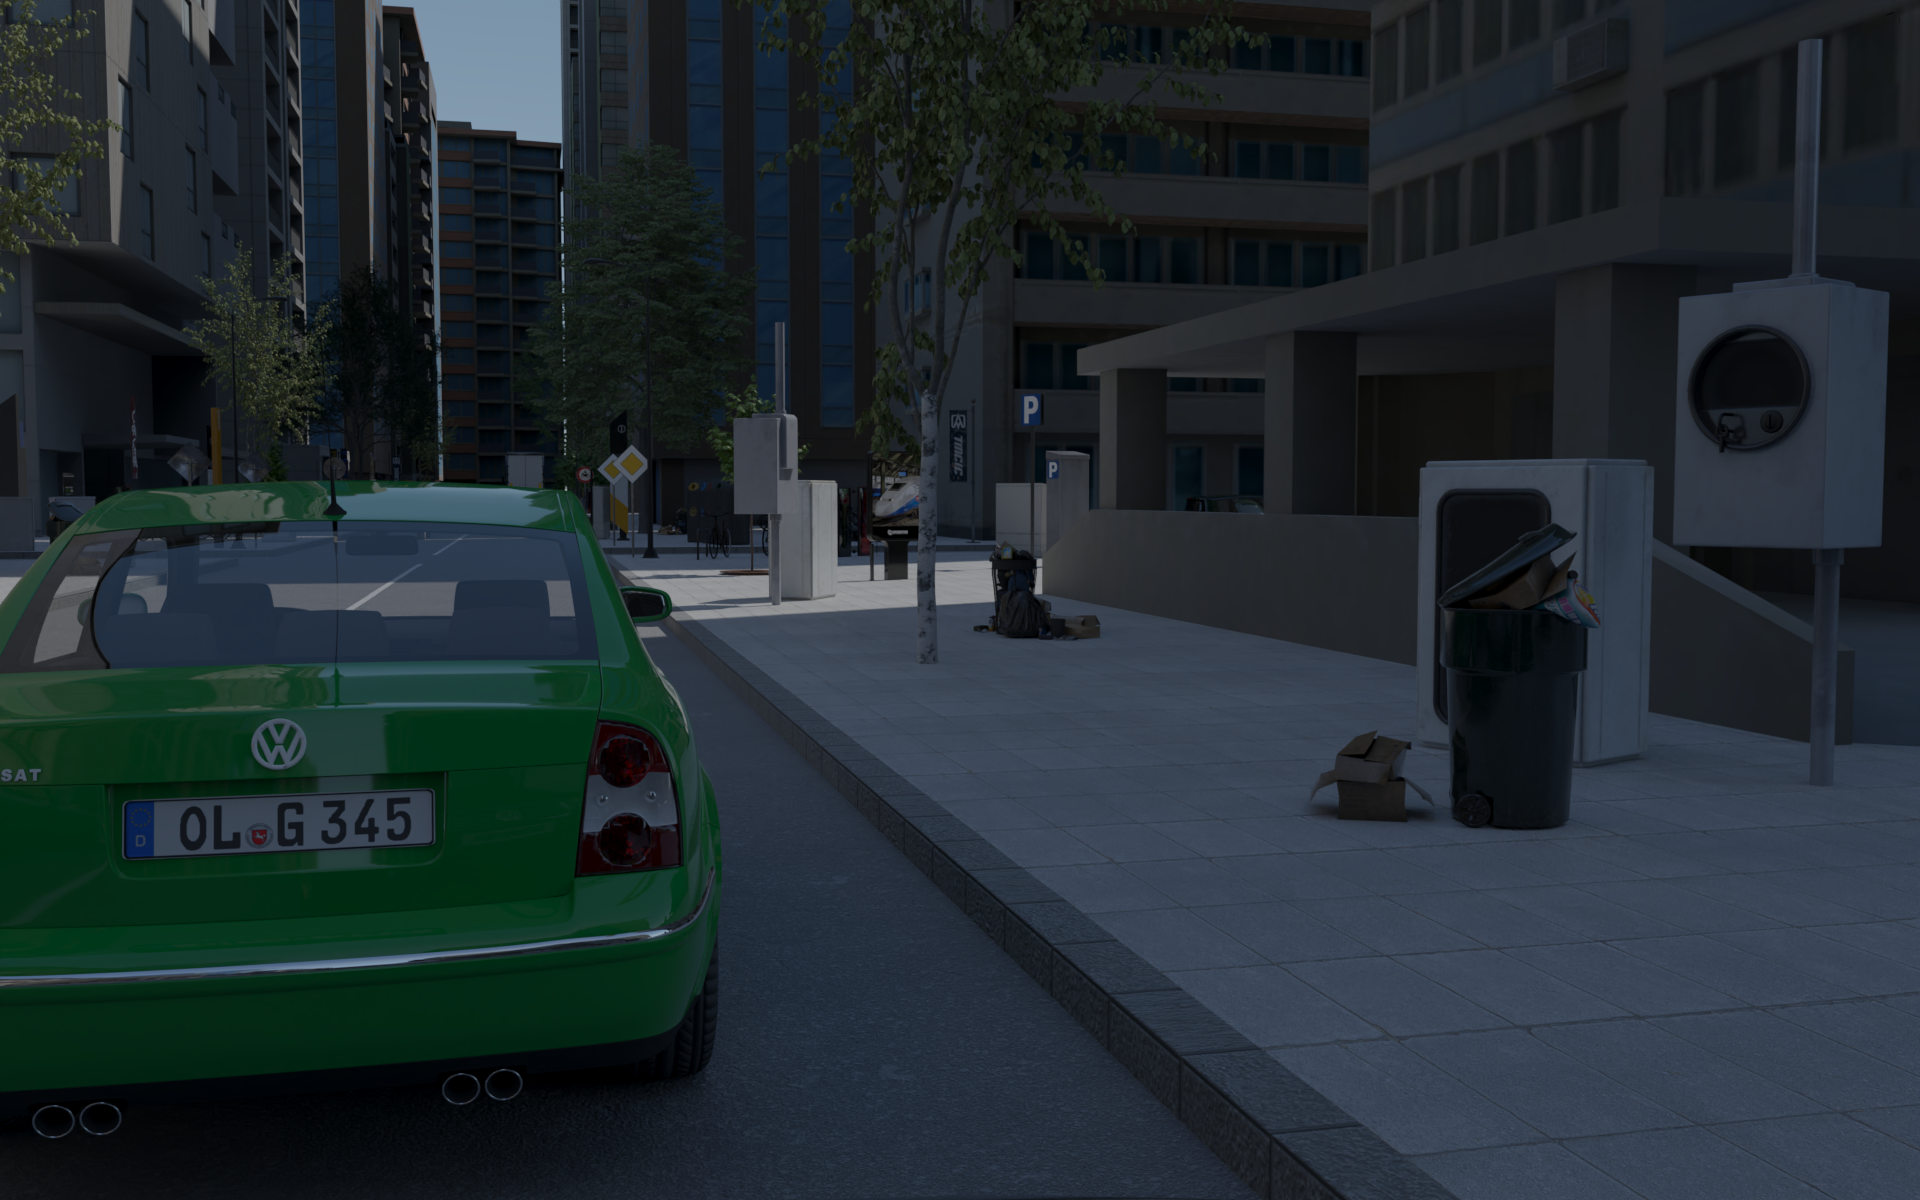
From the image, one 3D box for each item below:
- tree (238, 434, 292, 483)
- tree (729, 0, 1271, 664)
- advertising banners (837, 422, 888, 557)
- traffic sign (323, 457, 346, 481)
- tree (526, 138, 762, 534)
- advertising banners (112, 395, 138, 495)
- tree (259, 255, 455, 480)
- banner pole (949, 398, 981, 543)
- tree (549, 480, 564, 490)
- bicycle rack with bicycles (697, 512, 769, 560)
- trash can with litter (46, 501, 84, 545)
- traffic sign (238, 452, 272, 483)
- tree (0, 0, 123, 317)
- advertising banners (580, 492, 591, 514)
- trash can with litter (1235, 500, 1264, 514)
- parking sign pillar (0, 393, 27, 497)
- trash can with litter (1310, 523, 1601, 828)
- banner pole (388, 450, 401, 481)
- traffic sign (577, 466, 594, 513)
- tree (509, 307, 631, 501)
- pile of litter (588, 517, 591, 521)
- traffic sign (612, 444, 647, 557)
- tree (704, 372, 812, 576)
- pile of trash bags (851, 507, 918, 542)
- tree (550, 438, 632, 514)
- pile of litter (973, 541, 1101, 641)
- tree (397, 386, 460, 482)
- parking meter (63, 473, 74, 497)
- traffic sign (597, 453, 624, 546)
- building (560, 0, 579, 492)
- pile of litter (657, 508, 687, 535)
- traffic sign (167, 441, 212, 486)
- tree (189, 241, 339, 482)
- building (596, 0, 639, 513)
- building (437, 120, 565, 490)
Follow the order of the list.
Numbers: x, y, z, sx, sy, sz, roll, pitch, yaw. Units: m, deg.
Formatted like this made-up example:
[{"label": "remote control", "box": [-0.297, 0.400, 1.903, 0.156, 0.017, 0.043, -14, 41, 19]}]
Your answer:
[{"label": "tree", "box": [-21.870, -3.709, 55.241, 1.663, 3.219, 1.824, 0, 3, 0]}, {"label": "tree", "box": [-0.061, -3.834, 13.048, 4.737, 8.622, 4.395, 0, 3, 0]}, {"label": "advertising banners", "box": [-1.998, -2.426, 35.851, 0.090, 3.025, 2.074, 2, 4, 30]}, {"label": "traffic sign", "box": [-21.613, -3.656, 59.876, 0.768, 2.556, 0.104, 0, 4, -6]}, {"label": "tree", "box": [-9.842, -8.420, 55.788, 7.486, 12.596, 7.792, 0, 3, 0]}, {"label": "advertising banners", "box": [-14.443, -2.069, 30.014, 0.090, 3.025, 2.074, -1, 4, -15]}, {"label": "tree", "box": [-23.544, -8.122, 67.201, 7.601, 10.594, 8.767, 0, 4, 2]}, {"label": "banner pole", "box": [0.118, -3.385, 45.365, 0.863, 3.779, 0.401, 0, 4, -3]}, {"label": "tree", "box": [-42.759, -11.644, 184.985, 1.663, 3.219, 1.824, 0, 3, 0]}, {"label": "bicycle rack with bicycles", "box": [-4.128, -1.305, 34.724, 2.852, 0.926, 2.925, 0, 4, -2]}, {"label": "trash can with litter", "box": [-14.070, -0.994, 27.637, 1.055, 1.170, 0.624, 2, 4, 31]}, {"label": "traffic sign", "box": [-16.607, -2.273, 40.805, 0.795, 2.450, 0.064, -1, 4, -14]}, {"label": "tree", "box": [-12.844, -4.358, 21.619, 4.737, 8.622, 4.395, 0, 3, 0]}, {"label": "advertising banners", "box": [-24.285, -7.192, 113.778, 2.074, 3.025, 0.090, 3, 5, 42]}, {"label": "trash can with litter", "box": [5.579, -1.298, 32.615, 0.624, 1.170, 1.055, -1, 4, -13]}, {"label": "parking sign pillar", "box": [-25.907, -3.559, 46.670, 1.447, 3.967, 1.447, 0, 4, 2]}, {"label": "trash can with litter", "box": [1.914, 0.282, 6.778, 1.055, 1.170, 0.624, 1, 4, 12]}, {"label": "banner pole", "box": [-32.136, -6.623, 98.307, 0.863, 3.779, 0.401, -1, 4, -19]}, {"label": "traffic sign", "box": [-17.202, -4.860, 79.562, 0.768, 2.556, 0.104, 0, 4, -8]}, {"label": "tree", "box": [-20.549, -10.260, 93.502, 9.928, 11.665, 9.643, 0, 3, 0]}, {"label": "pile of litter", "box": [-15.670, -3.712, 74.653, 1.719, 0.858, 1.176, 0, 4, 7]}, {"label": "traffic sign", "box": [-6.625, -1.920, 35.029, 0.795, 2.450, 0.064, -1, 4, -14]}, {"label": "tree", "box": [-3.192, -2.020, 27.634, 1.663, 3.219, 1.824, 0, 3, 0]}, {"label": "pile of trash bags", "box": [-2.785, -2.253, 46.583, 3.447, 1.369, 1.912, -3, 5, -44]}, {"label": "tree", "box": [-17.085, -6.133, 83.996, 4.285, 4.588, 4.351, 0, 3, 0]}, {"label": "pile of litter", "box": [0.719, -0.123, 15.968, 1.176, 0.858, 1.719, 0, 4, -2]}, {"label": "tree", "box": [-35.871, -10.132, 116.028, 4.737, 8.622, 4.395, 0, 3, 0]}, {"label": "parking meter", "box": [-25.067, -2.631, 48.733, 0.255, 1.863, 0.399, -2, 4, -31]}, {"label": "traffic sign", "box": [-8.552, -2.394, 42.779, 0.795, 2.450, 0.064, -1, 4, -14]}, {"label": "building", "box": [-37.670, -47.250, 210.782, 20.611, 71.187, 20.563, -1, 4, -14]}, {"label": "pile of litter", "box": [-9.060, -2.485, 54.601, 1.176, 0.858, 1.719, 2, 4, 25]}, {"label": "traffic sign", "box": [-14.680, -1.799, 33.055, 0.795, 2.450, 0.064, -1, 4, -14]}, {"label": "tree", "box": [-20.773, -6.189, 51.547, 4.737, 8.622, 4.395, 0, 3, 0]}, {"label": "building", "box": [-19.300, -27.096, 126.614, 14.154, 41.232, 14.086, -1, 4, -14]}, {"label": "building", "box": [-61.684, -33.702, 205.657, 28.867, 44.769, 22.147, -1, 4, -14]}]
